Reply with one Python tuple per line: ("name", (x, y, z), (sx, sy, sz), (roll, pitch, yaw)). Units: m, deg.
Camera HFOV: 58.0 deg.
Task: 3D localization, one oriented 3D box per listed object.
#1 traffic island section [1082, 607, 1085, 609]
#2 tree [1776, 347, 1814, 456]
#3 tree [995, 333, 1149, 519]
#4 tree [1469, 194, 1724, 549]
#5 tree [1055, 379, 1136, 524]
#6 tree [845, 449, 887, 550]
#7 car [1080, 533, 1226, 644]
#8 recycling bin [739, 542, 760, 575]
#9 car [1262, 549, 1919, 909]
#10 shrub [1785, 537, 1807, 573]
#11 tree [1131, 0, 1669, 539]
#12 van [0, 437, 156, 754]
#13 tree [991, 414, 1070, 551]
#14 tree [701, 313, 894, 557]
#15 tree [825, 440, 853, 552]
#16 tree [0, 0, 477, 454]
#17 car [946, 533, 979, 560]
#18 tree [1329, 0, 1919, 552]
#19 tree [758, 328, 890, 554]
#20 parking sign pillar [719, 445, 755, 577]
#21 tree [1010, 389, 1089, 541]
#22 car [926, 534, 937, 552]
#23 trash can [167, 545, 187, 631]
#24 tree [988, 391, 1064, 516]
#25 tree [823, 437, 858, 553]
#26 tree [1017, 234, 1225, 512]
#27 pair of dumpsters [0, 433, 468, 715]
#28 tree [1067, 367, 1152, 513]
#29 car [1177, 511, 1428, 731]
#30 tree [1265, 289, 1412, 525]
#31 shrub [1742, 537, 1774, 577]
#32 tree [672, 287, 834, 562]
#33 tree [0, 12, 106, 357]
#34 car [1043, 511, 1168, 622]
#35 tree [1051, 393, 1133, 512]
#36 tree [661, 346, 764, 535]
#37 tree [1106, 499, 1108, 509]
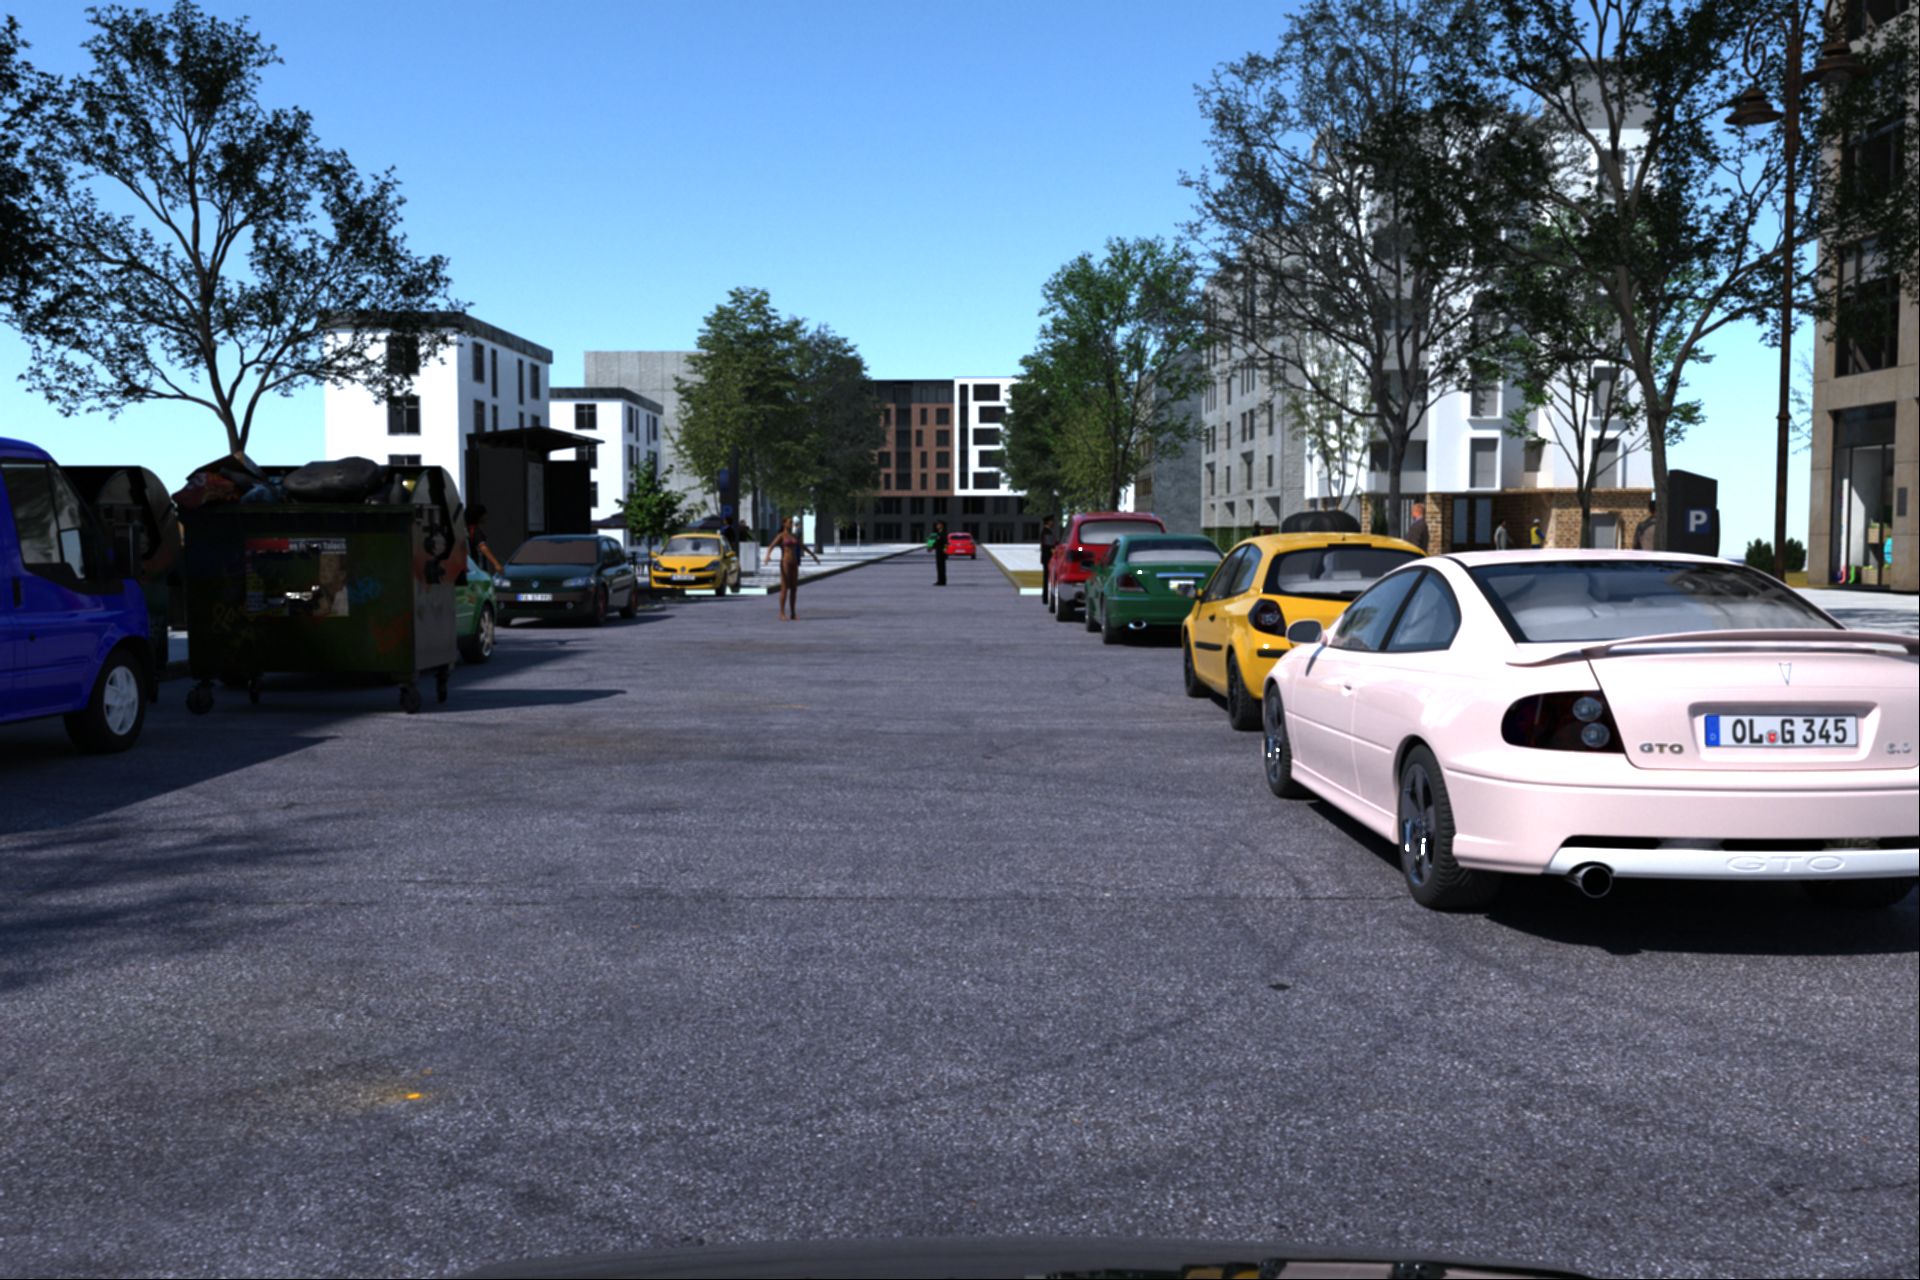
("traffic island section", (3.238, -0.678, 33.944), (1.991, 0.108, 1.994), (0, 4, 1))
("tree", (28.833, -6.414, 55.238), (4.360, 8.622, 3.978), (0, 3, 0))
("tree", (6.801, -12.138, 105.103), (9.857, 13.997, 8.962), (0, 3, 0))
("tree", (19.174, -7.774, 52.858), (9.928, 11.665, 9.643), (0, 3, 0))
("tree", (6.304, -8.102, 82.835), (4.737, 8.622, 4.395), (0, 3, 0))
("tree", (-8.623, -11.786, 143.070), (4.360, 8.622, 3.978), (0, 3, 0))
("car", (2.762, -0.742, 23.937), (2.131, 1.459, 4.920), (0, 4, 0))
("recycling bin", (-6.731, -2.581, 54.754), (0.722, 1.027, 0.722), (0, 4, 2))
("car", (2.654, 0.266, 8.013), (2.083, 1.381, 4.827), (0, 4, -1))
("shrub", (27.666, -2.843, 57.602), (1.383, 1.207, 1.383), (0, 3, 0))
("tree", (9.053, -7.670, 35.776), (12.009, 13.543, 11.850), (0, 3, 0))
("van", (-6.420, -0.318, 9.583), (2.240, 2.365, 5.245), (0, 3, 0))
("tree", (6.325, -12.421, 128.847), (9.928, 11.665, 9.643), (0, 3, 0))
("tree", (-8.756, -11.329, 95.600), (12.009, 13.543, 11.850), (0, 3, 0))
("tree", (-9.231, -10.756, 126.215), (4.737, 8.622, 4.395), (0, 3, 0))
("tree", (-12.288, -5.815, 29.488), (7.601, 10.594, 8.767), (3, 5, 43))
("car", (-0.014, -5.424, 97.719), (2.155, 1.783, 4.494), (0, 4, 0))
("tree", (9.036, -5.355, 21.962), (8.767, 10.594, 7.601), (1, 4, 10))
("tree", (-8.961, -12.389, 109.207), (9.857, 13.997, 8.962), (0, 3, 0))
("parking sign pillar", (-6.868, -3.866, 51.674), (1.447, 3.967, 1.447), (0, 4, -1))
("tree", (6.958, -11.786, 118.457), (9.928, 11.665, 9.643), (0, 3, 0))
("car", (-1.748, -8.030, 140.089), (1.959, 1.807, 4.718), (0, 4, 0))
("trash can", (-10.272, -0.698, 23.059), (0.748, 1.137, 0.748), (0, 3, 0))
("tree", (7.127, -14.080, 140.571), (12.009, 13.543, 11.850), (0, 3, 0))
("tree", (-8.224, -10.336, 119.362), (4.360, 8.622, 3.978), (0, 3, 0))
("tree", (5.465, -8.225, 60.231), (9.928, 11.665, 9.643), (0, 3, 0))
("pair of dumpsters", (-6.421, -0.564, 14.175), (4.436, 2.255, 1.574), (0, 4, 1))
("tree", (6.495, -7.751, 77.098), (4.737, 8.622, 4.395), (0, 3, 0))
("car", (2.832, -0.234, 14.050), (2.015, 1.641, 3.980), (0, 4, 0))
("tree", (10.649, -6.017, 48.739), (4.360, 8.622, 3.978), (0, 3, 0))
("shrub", (20.873, -2.086, 45.229), (1.383, 1.207, 1.383), (0, 3, 0))
("tree", (-9.903, -9.918, 80.283), (7.486, 12.596, 7.792), (0, 3, 0))
("tree", (-12.477, -5.076, 17.413), (7.601, 10.594, 8.767), (0, 3, 0))
("car", (2.597, -1.295, 29.844), (2.281, 1.827, 5.304), (0, 4, 1))
("tree", (6.553, -8.439, 88.339), (4.737, 8.622, 4.395), (0, 3, 0))
("tree", (-9.570, -7.206, 68.177), (4.737, 8.622, 4.395), (0, 3, 0))
("tree", (21.366, -17.188, 231.385), (4.360, 8.622, 3.978), (0, 3, 0))
